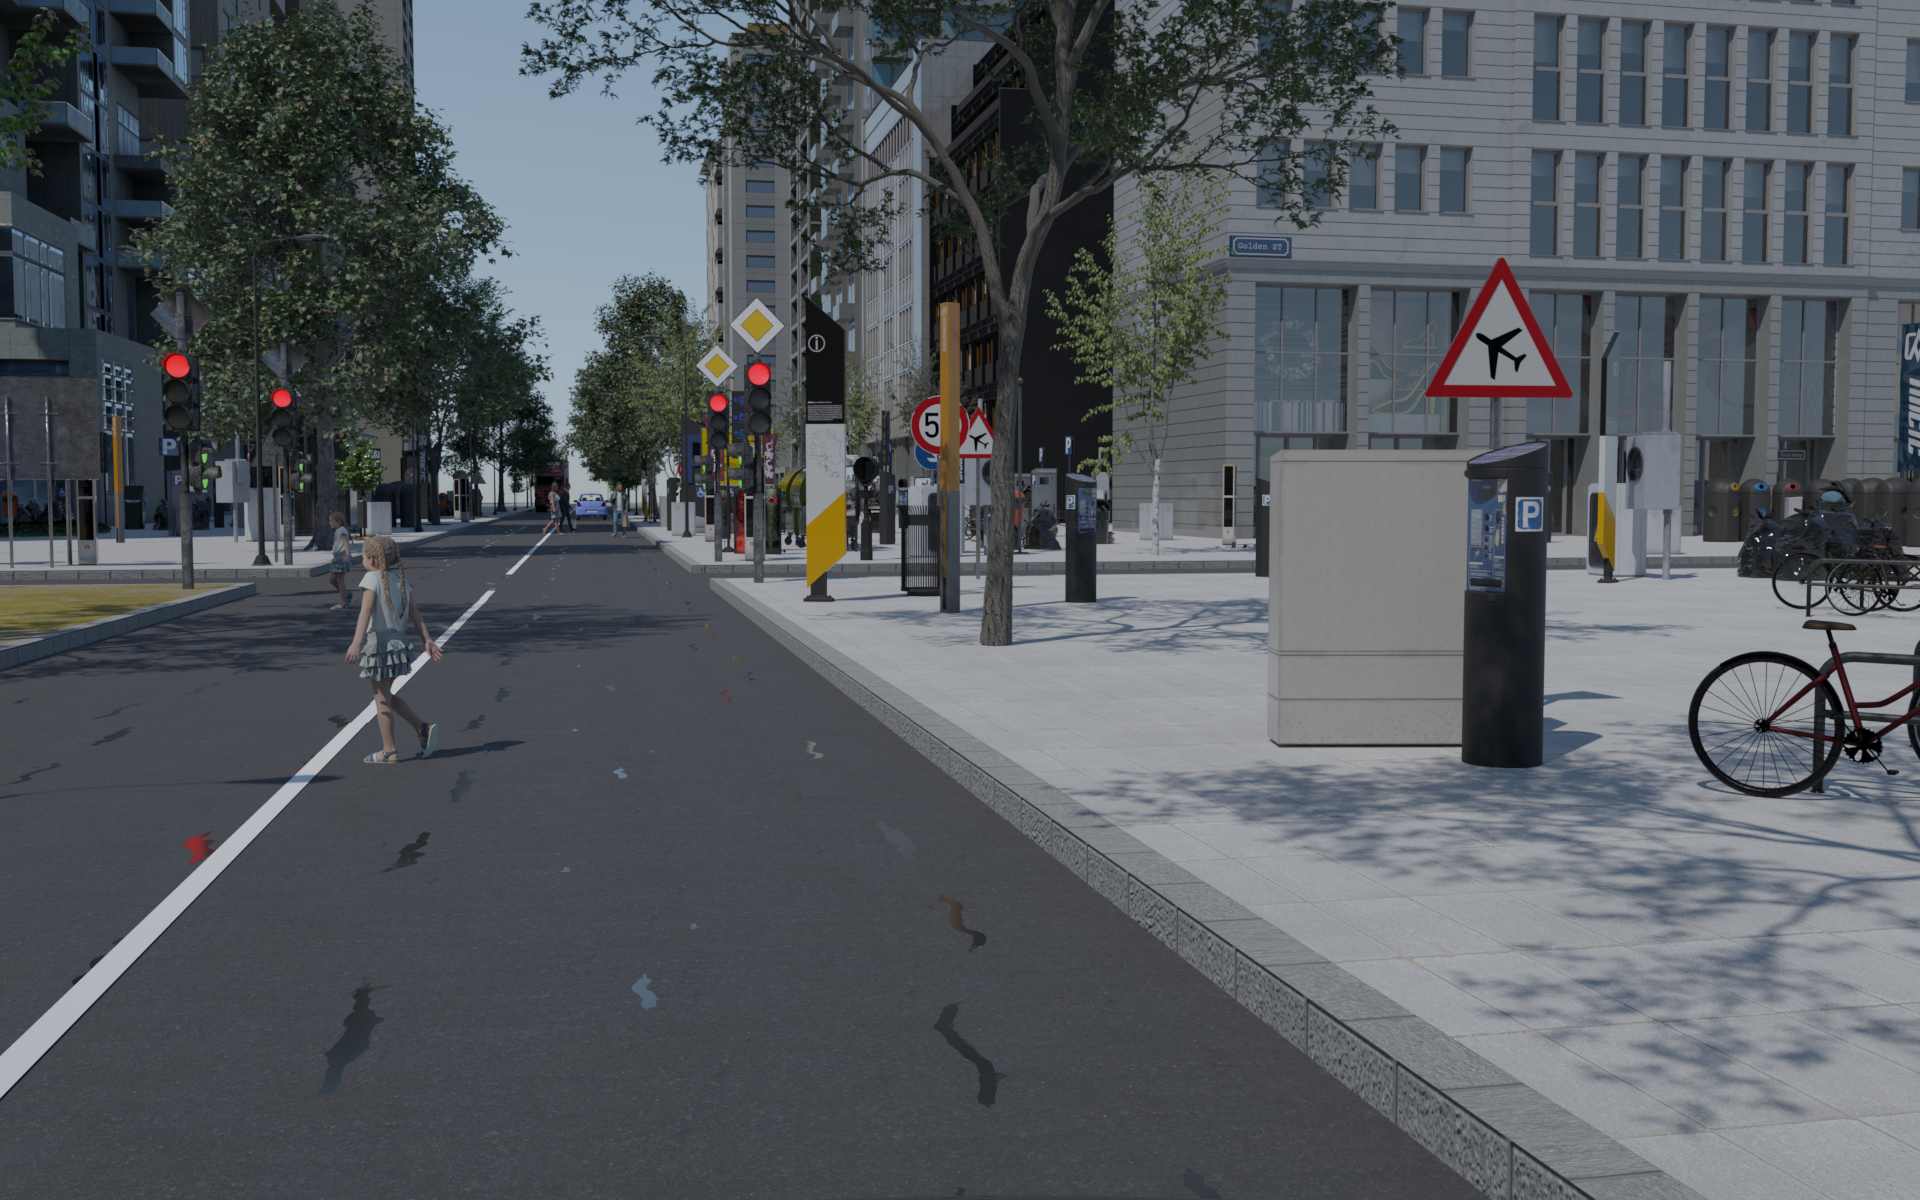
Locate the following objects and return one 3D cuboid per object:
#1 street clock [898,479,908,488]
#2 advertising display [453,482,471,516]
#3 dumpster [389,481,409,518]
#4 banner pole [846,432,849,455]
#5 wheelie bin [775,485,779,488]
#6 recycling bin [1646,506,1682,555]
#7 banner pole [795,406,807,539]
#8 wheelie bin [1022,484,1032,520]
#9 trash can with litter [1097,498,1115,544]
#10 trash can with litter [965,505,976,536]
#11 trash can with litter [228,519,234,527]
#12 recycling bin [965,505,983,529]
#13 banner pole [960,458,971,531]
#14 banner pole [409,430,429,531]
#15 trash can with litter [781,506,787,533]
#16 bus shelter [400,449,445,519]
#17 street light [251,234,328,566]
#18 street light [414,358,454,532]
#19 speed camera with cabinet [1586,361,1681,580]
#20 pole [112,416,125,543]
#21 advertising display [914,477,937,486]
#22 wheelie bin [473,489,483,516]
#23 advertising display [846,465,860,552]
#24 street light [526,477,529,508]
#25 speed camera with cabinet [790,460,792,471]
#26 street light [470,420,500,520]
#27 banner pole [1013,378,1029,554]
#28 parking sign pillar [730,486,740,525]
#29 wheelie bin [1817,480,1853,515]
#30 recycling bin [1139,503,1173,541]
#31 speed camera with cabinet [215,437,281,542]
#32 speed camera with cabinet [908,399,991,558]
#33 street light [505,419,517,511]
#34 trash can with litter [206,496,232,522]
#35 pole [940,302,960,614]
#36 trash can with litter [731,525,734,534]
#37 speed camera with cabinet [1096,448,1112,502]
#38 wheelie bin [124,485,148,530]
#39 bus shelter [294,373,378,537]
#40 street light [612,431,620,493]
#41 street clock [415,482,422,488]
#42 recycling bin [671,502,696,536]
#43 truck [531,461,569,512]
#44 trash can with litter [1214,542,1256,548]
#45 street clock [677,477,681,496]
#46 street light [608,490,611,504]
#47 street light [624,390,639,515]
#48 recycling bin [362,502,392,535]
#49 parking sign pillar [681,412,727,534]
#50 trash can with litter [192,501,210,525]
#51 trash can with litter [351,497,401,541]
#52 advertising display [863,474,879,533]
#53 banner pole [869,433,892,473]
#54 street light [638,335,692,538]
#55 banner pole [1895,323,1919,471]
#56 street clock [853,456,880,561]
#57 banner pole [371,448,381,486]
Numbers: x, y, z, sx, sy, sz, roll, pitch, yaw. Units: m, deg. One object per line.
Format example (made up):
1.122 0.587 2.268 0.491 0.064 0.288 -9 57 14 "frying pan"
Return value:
-2.695 -4.720 81.737 0.358 2.002 0.471 -3 4 -38 "street clock"
-26.461 -5.318 92.162 0.974 1.923 0.123 -2 4 -32 "advertising display"
-24.894 -4.366 77.148 1.264 1.857 1.865 -1 4 -12 "dumpster"
-4.147 -4.376 61.570 0.401 3.779 0.863 -2 4 -32 "banner pole"
-6.542 -3.379 63.155 0.693 1.594 0.980 -3 4 -39 "wheelie bin"
14.961 -1.497 37.027 0.722 1.027 0.722 1 4 9 "recycling bin"
-4.378 -3.634 49.426 0.401 3.779 0.863 -3 5 -39 "banner pole"
2.150 -2.871 54.843 0.693 1.594 0.980 1 4 21 "wheelie bin"
3.614 -2.032 44.618 0.624 1.170 1.055 1 4 21 "trash can with litter"
0.421 -2.589 53.380 1.678 1.210 2.233 -1 4 -18 "trash can with litter"
-28.087 -3.454 67.860 0.624 1.170 1.055 2 4 29 "trash can with litter"
0.531 -3.091 63.085 0.722 1.027 0.722 0 4 -1 "recycling bin"
0.129 -4.264 59.736 0.863 3.779 0.401 0 4 1 "banner pole"
-19.076 -4.349 61.116 0.401 3.779 0.863 2 4 34 "banner pole"
-6.352 -2.871 58.001 2.233 1.210 1.678 1 4 10 "trash can with litter"
-27.985 -6.063 90.418 1.731 3.624 6.357 -1 4 -12 "bus shelter"
-11.999 -3.577 31.020 1.470 5.913 1.316 -1 4 -12 "street light"
-17.729 -5.252 58.419 1.470 5.913 1.316 -1 4 -12 "street light"
10.320 -1.972 26.581 0.660 3.252 2.038 0 4 -3 "speed camera with cabinet"
-22.050 -3.152 45.385 0.158 3.312 0.155 0 3 0 "pole"
-1.288 -3.639 64.710 0.974 1.923 0.123 3 4 36 "advertising display"
-29.001 -5.847 103.504 0.980 1.594 0.693 -3 5 -42 "wheelie bin"
-2.658 -2.044 38.634 0.974 1.923 0.123 2 4 35 "advertising display"
-33.834 -9.855 133.664 1.470 5.913 1.316 -1 4 -12 "street light"
-9.236 -6.434 99.525 0.660 3.252 2.038 -2 4 -31 "speed camera with cabinet"
-23.472 -6.887 85.139 1.470 5.913 1.316 -1 4 -12 "street light"
1.122 -2.905 37.520 0.863 3.779 0.401 3 5 42 "banner pole"
-9.001 -4.883 68.304 1.447 3.967 1.447 0 4 -4 "parking sign pillar"
20.113 -1.953 39.835 0.693 1.594 0.980 1 4 14 "wheelie bin"
5.463 -2.179 48.185 0.722 1.027 0.722 -1 4 -21 "recycling bin"
-19.125 -3.201 46.666 0.660 3.252 2.038 1 4 17 "speed camera with cabinet"
-0.055 -2.519 35.521 2.038 3.252 0.660 -2 4 -33 "speed camera with cabinet"
-28.075 -8.194 106.507 1.470 5.913 1.316 -1 4 -12 "street light"
-34.723 -4.234 80.288 1.678 1.210 2.233 -2 4 -25 "trash can with litter"
-0.107 -1.513 18.586 0.158 3.312 0.155 0 3 0 "pole"
-7.687 -2.720 55.853 1.055 1.170 0.624 0 4 -5 "trash can with litter"
5.954 -4.804 72.880 0.660 3.252 2.038 1 4 14 "speed camera with cabinet"
-29.956 -3.359 62.834 0.980 1.594 0.693 -1 4 -13 "wheelie bin"
-20.619 -4.817 56.396 2.179 5.291 8.768 -1 4 -12 "bus shelter"
-20.232 -8.114 105.208 1.470 5.913 1.316 -1 4 -12 "street light"
-26.051 -4.808 83.183 0.358 2.002 0.471 1 4 15 "street clock"
-8.514 -2.495 53.344 0.722 1.027 0.722 -1 4 -9 "recycling bin"
-33.071 -9.261 140.336 2.839 4.237 11.283 -1 4 -11 "truck"
7.176 -1.840 41.135 2.233 1.210 1.678 1 4 14 "trash can with litter"
-12.273 -4.287 74.660 0.471 2.002 0.358 -3 5 -41 "street clock"
-24.742 -9.403 126.276 1.470 5.913 1.316 -1 4 -12 "street light"
-14.347 -6.442 77.875 1.470 5.913 1.316 -1 4 -12 "street light"
-18.297 -2.551 54.266 0.722 1.027 0.722 -3 5 -43 "recycling bin"
-8.506 -4.186 56.910 1.447 3.967 1.447 0 4 -7 "parking sign pillar"
-30.279 -3.489 68.433 0.624 1.170 1.055 2 4 35 "trash can with litter"
-16.663 -2.281 48.355 1.678 1.210 2.233 -2 4 -31 "trash can with litter"
-2.757 -3.152 56.751 0.974 1.923 0.123 3 4 36 "advertising display"
-3.164 -4.930 70.626 0.863 3.779 0.401 -1 4 -11 "banner pole"
-8.588 -4.789 50.848 1.470 5.913 1.316 -1 4 -12 "street light"
12.367 -1.965 22.144 0.401 3.779 0.863 -2 4 -27 "banner pole"
-1.808 -1.766 33.450 0.471 2.002 0.358 1 4 22 "street clock"
-28.182 -5.692 83.073 0.863 3.779 0.401 -1 4 -15 "banner pole"
